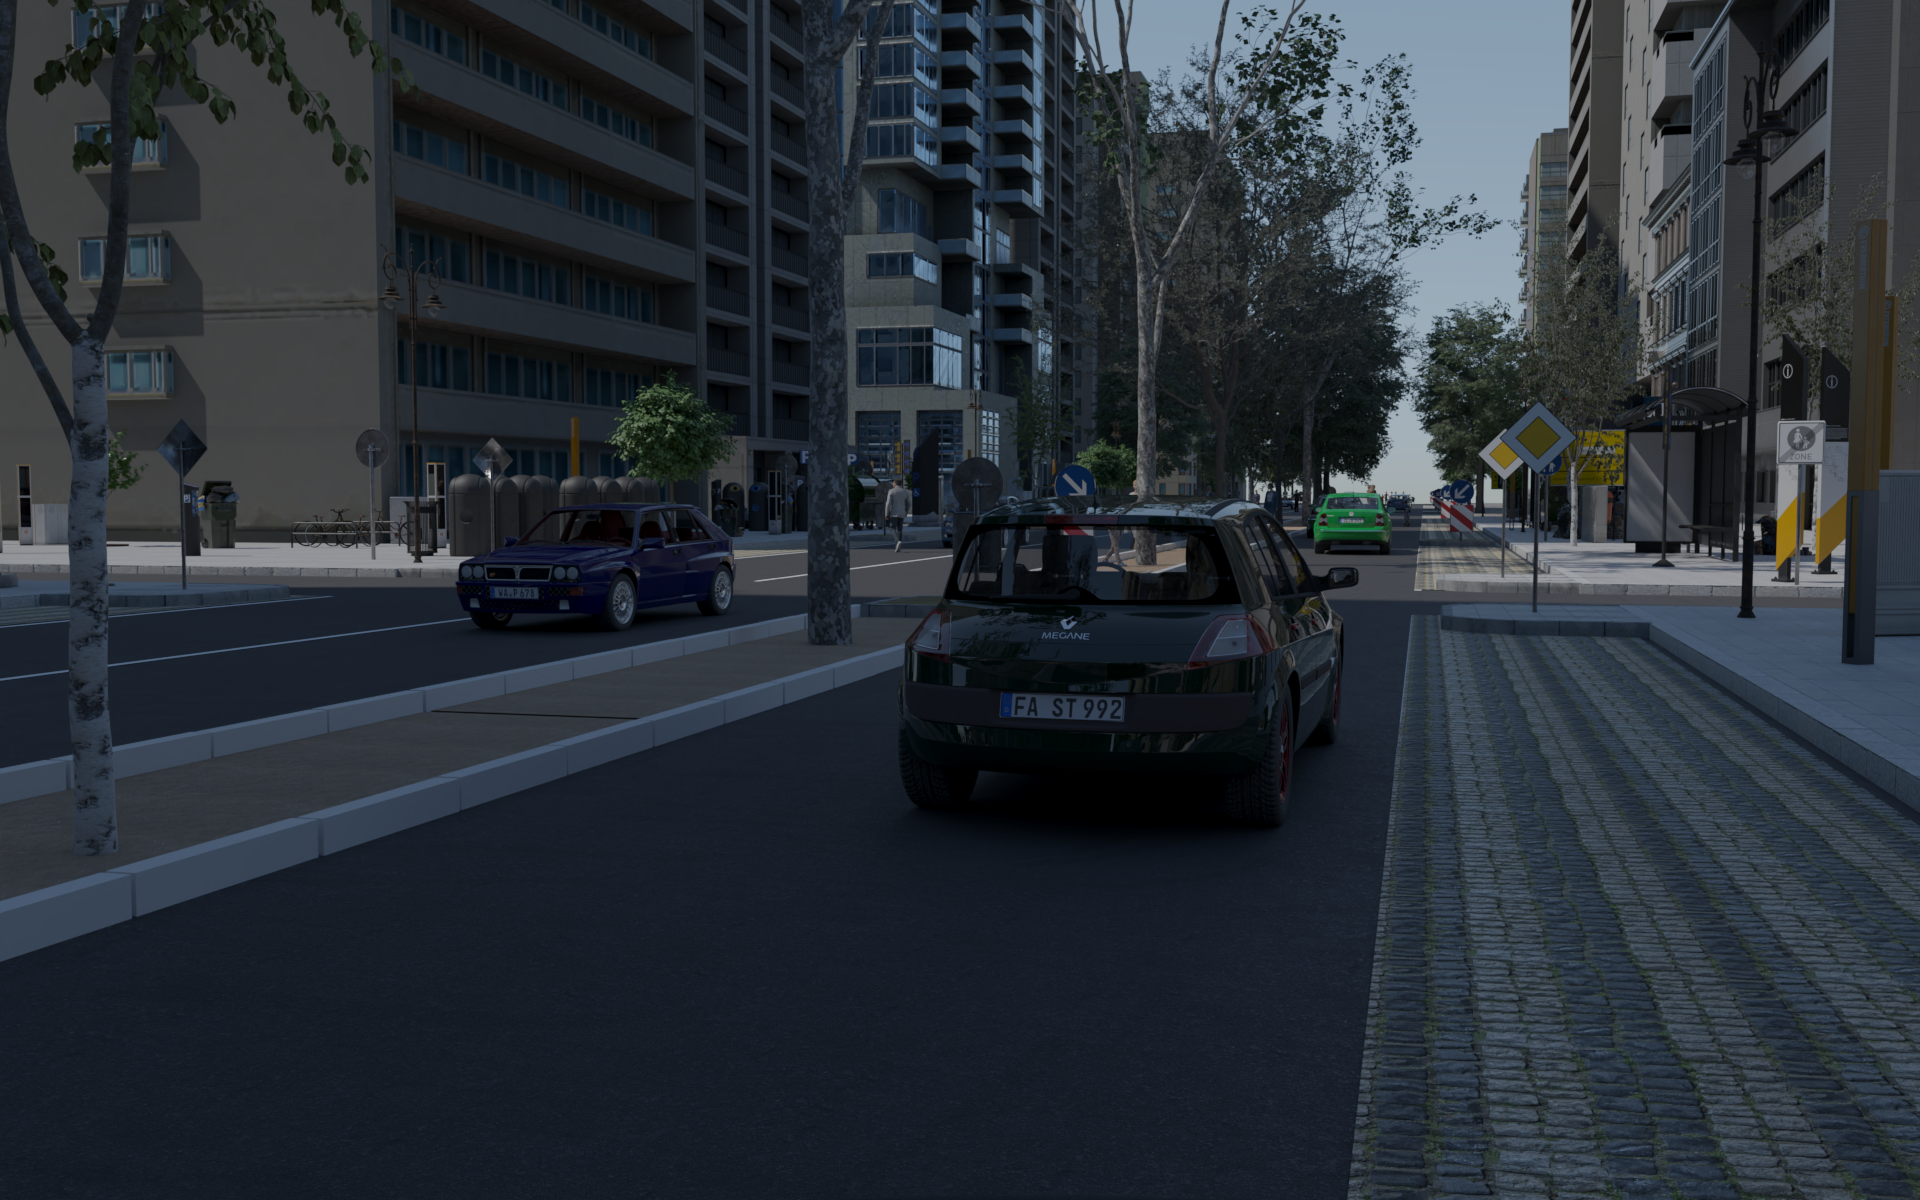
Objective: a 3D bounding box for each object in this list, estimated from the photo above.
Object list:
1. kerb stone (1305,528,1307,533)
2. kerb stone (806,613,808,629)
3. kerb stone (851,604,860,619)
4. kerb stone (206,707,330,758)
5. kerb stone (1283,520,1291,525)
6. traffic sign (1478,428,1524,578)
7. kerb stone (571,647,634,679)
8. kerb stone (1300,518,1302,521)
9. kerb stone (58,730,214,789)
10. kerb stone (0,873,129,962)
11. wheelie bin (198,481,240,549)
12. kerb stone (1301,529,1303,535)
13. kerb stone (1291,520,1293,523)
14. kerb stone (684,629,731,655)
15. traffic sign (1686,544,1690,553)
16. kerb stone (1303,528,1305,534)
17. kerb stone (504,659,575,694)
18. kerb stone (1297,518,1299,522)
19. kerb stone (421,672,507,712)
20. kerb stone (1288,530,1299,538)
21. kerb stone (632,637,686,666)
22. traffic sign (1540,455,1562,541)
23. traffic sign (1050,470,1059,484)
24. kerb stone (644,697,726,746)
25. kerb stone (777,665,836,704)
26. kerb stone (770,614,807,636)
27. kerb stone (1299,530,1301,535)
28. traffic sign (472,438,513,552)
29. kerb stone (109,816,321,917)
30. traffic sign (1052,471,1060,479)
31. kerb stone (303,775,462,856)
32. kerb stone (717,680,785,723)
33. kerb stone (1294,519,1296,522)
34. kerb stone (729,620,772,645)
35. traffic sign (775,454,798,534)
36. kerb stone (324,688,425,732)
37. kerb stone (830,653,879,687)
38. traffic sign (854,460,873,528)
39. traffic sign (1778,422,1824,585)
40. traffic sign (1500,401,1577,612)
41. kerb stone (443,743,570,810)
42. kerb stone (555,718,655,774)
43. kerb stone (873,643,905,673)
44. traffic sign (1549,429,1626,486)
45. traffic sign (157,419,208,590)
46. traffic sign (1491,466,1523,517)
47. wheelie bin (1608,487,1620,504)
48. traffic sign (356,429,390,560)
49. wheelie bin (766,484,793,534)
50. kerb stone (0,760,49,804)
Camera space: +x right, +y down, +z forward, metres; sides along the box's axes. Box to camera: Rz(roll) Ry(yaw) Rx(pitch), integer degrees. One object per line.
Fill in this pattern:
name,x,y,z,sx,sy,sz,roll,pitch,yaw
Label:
kerb stone,12.294,-2.452,62.280,0.120,0.150,1.000,1,4,15
kerb stone,-1.550,0.210,18.757,0.120,0.150,1.000,1,4,15
kerb stone,-1.300,0.156,19.749,0.120,0.150,1.000,1,4,15
kerb stone,-3.955,0.760,9.843,0.120,0.150,1.000,1,4,15
kerb stone,15.592,-3.698,82.661,0.120,0.150,1.000,1,4,15
traffic sign,8.305,-1.395,26.447,0.795,2.450,0.064,1,4,15
kerb stone,-2.896,0.513,13.806,0.120,0.150,1.000,1,4,15
kerb stone,17.447,-4.122,89.597,0.120,0.150,1.000,1,4,15
kerb stone,-4.217,0.816,8.848,0.120,0.150,1.000,1,4,15
kerb stone,-2.982,1.029,5.375,0.120,0.150,1.000,1,4,15
wheelie bin,-17.467,-2.018,40.904,0.693,1.594,0.980,3,5,41
kerb stone,11.762,-2.329,60.307,0.120,0.150,1.000,1,4,15
kerb stone,15.853,-3.757,83.649,0.120,0.150,1.000,1,4,15
kerb stone,-2.361,0.395,15.788,0.120,0.150,1.000,1,4,15
traffic sign,15.970,-2.311,37.898,0.768,2.556,0.104,1,4,21
kerb stone,12.025,-2.391,61.294,0.120,0.150,1.000,1,4,15
kerb stone,-3.159,0.574,12.815,0.120,0.150,1.000,1,4,15
kerb stone,16.918,-4.001,87.612,0.120,0.150,1.000,1,4,15
kerb stone,-3.421,0.634,11.827,0.120,0.150,1.000,1,4,15
kerb stone,11.232,-2.208,58.329,0.120,0.150,1.000,1,4,15
kerb stone,-2.626,0.453,14.797,0.120,0.150,1.000,1,4,15
traffic sign,16.010,-2.885,47.272,0.768,2.556,0.104,1,4,16
traffic sign,5.298,-5.771,94.352,0.884,2.594,0.081,1,4,18
kerb stone,-1.658,0.728,10.319,0.120,0.150,1.000,1,4,15
kerb stone,-1.121,0.606,12.294,0.120,0.150,1.000,1,4,15
kerb stone,-1.828,0.271,17.765,0.120,0.150,1.000,1,4,15
kerb stone,11.500,-2.270,59.316,0.120,0.150,1.000,1,4,15
traffic sign,-8.346,-1.668,30.920,0.795,2.450,0.064,1,4,15
kerb stone,-2.719,0.968,6.363,0.120,0.150,1.000,1,4,15
traffic sign,5.509,-5.916,96.829,0.768,2.556,0.104,1,4,17
kerb stone,-2.447,0.909,7.353,0.120,0.150,1.000,1,4,15
kerb stone,-1.391,0.666,11.305,0.120,0.150,1.000,1,4,15
kerb stone,16.388,-3.879,85.634,0.120,0.150,1.000,1,4,15
kerb stone,-2.088,0.334,16.777,0.120,0.150,1.000,1,4,15
traffic sign,-5.591,-3.398,55.658,0.768,2.556,0.104,1,4,17
kerb stone,-3.692,0.697,10.831,0.120,0.150,1.000,1,4,15
kerb stone,-0.854,0.545,13.281,0.120,0.150,1.000,1,4,15
traffic sign,-3.665,-4.006,65.605,0.768,2.556,0.104,1,4,19
traffic sign,11.796,-1.359,24.345,0.606,2.300,0.079,1,4,20
traffic sign,6.235,-0.923,18.734,0.795,2.450,0.064,1,4,15
kerb stone,-2.187,0.847,8.343,0.120,0.150,1.000,1,4,15
kerb stone,-1.927,0.787,9.332,0.120,0.150,1.000,1,4,15
kerb stone,-0.599,0.492,14.271,0.120,0.150,1.000,1,4,15
traffic sign,19.865,-3.732,54.897,2.265,3.308,0.079,1,4,22
traffic sign,-10.417,-1.197,23.207,0.795,2.450,0.064,1,4,15
traffic sign,30.297,-6.182,94.942,2.265,3.308,0.079,1,4,18
wheelie bin,31.124,-4.586,82.884,0.693,1.594,0.980,-1,4,-17
traffic sign,-11.463,-2.059,33.777,0.768,2.556,0.104,1,4,17
wheelie bin,-5.828,-2.956,56.242,0.980,1.594,0.693,1,4,17
kerb stone,-4.487,0.877,7.862,0.120,0.150,1.000,1,4,15
